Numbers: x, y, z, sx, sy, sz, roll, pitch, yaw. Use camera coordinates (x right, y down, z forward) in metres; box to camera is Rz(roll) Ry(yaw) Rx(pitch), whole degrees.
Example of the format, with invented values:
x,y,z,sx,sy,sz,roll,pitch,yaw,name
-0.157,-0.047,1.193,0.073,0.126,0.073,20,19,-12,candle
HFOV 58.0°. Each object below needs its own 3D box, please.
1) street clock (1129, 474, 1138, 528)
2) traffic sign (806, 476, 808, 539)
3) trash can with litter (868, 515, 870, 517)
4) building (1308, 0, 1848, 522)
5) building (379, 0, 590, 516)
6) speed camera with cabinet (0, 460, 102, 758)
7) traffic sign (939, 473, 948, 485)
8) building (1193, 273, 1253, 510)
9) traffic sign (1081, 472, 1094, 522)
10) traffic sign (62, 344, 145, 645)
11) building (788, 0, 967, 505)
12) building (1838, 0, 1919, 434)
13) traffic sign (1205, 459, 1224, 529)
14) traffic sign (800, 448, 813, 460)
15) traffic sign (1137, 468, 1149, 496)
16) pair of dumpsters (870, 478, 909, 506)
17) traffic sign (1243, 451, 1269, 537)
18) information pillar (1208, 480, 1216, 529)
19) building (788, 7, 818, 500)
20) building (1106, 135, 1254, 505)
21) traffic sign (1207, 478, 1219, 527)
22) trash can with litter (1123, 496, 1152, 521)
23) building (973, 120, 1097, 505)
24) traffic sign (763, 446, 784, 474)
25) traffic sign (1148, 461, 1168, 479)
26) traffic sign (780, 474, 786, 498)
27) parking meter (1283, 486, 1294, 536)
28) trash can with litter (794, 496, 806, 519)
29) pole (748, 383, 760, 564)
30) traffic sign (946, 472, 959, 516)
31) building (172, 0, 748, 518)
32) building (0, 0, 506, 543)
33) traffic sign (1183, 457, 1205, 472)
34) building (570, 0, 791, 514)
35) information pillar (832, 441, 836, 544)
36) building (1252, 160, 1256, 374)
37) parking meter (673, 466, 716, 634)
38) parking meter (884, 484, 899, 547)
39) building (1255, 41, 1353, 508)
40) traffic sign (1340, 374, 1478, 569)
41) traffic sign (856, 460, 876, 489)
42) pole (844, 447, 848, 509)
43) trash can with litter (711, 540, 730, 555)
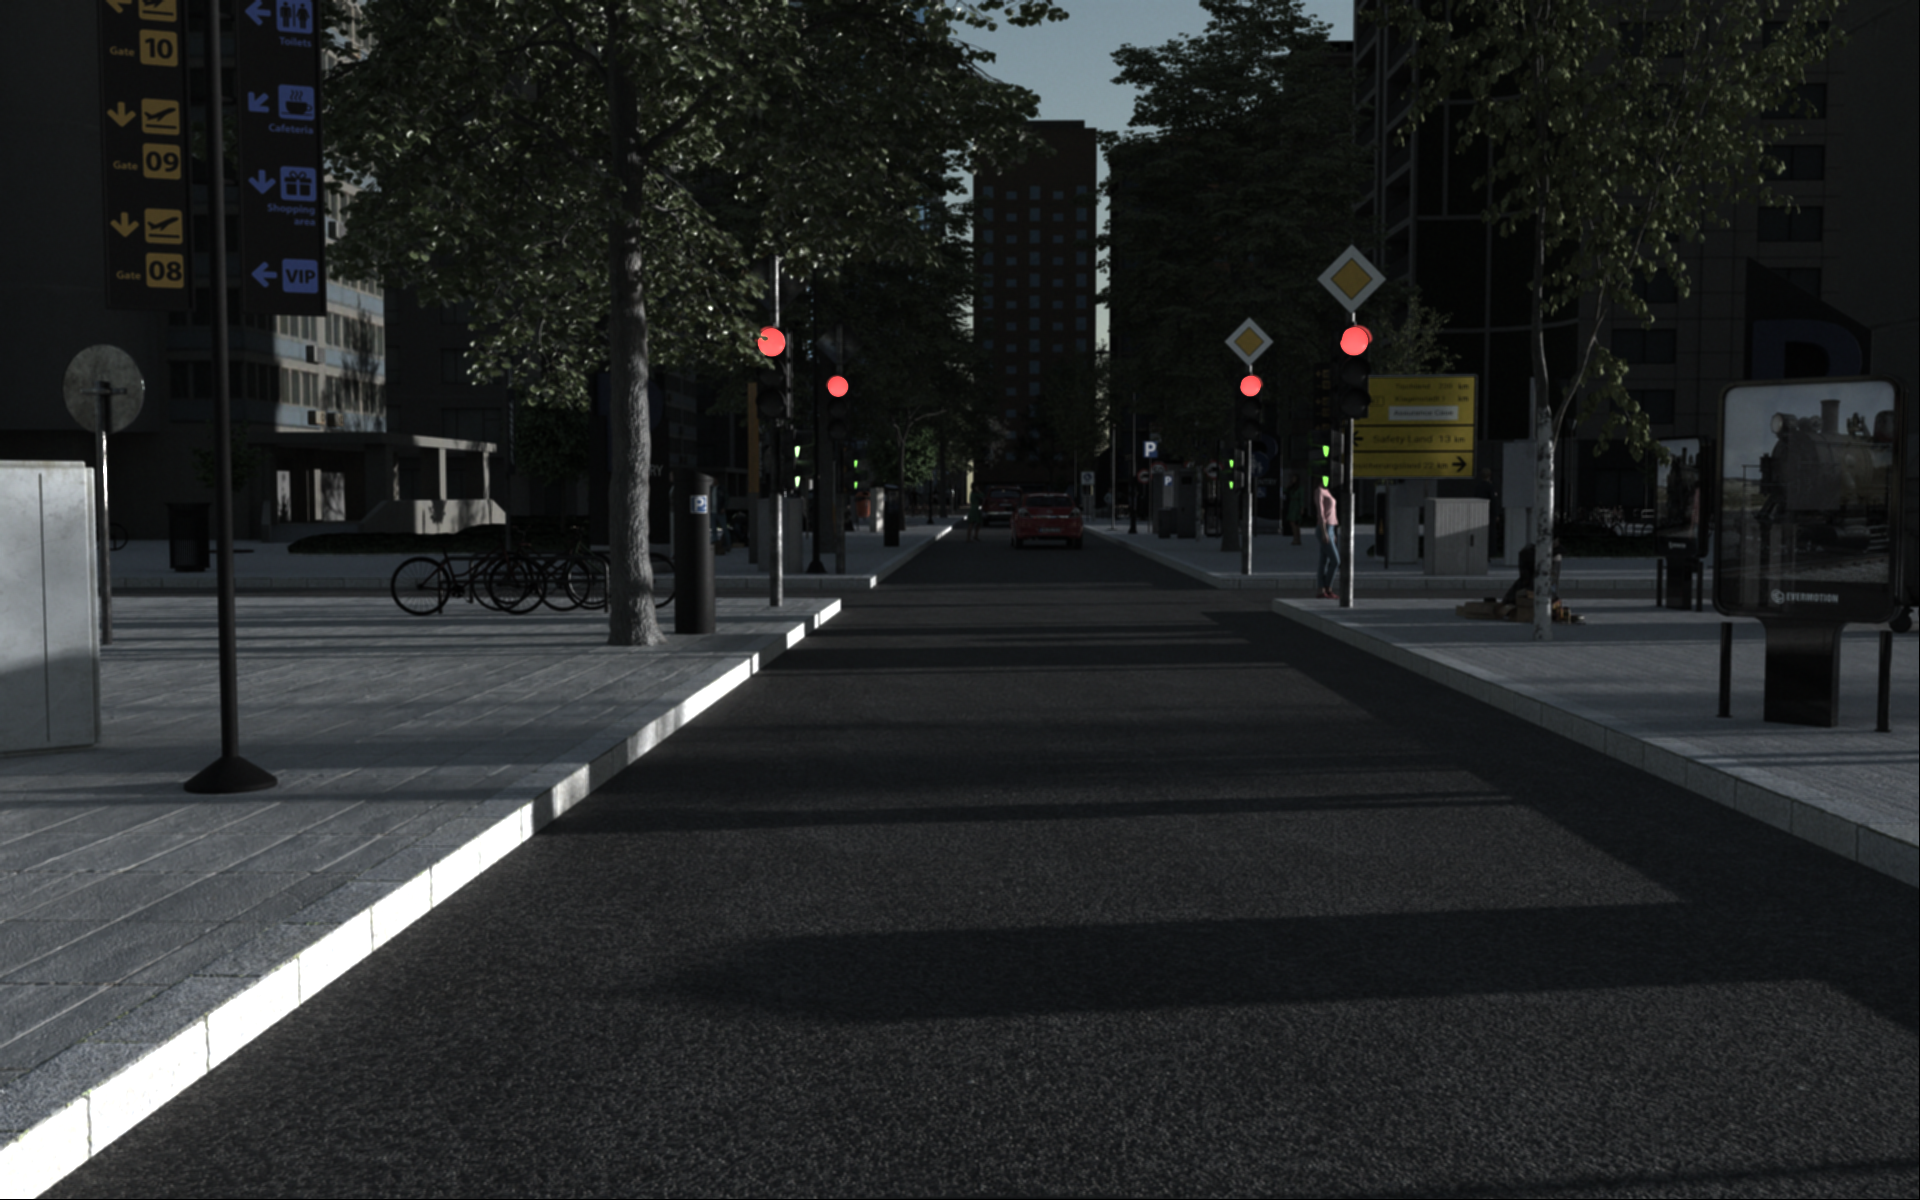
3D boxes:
x,y,z,sx,sy,sz,roll,pitch,yaw,name
6.117,-3.459,61.124,0.358,2.002,0.471,0,4,-3,street clock
-4.367,-3.024,49.443,0.884,2.594,0.081,0,4,6,traffic sign
-4.716,-5.351,98.547,2.233,1.210,1.678,0,4,-2,trash can with litter
29.860,-39.639,86.356,20.563,71.187,20.611,0,4,1,building
-22.447,-24.226,79.692,14.154,41.232,14.086,0,4,1,building
-5.254,-0.844,8.143,2.038,3.252,0.660,-3,5,-40,speed camera with cabinet
-0.908,-6.310,103.267,0.768,2.556,0.104,0,4,2,traffic sign
35.529,-18.650,149.965,27.650,21.520,28.899,0,4,1,building
5.827,-4.707,79.089,0.606,2.300,0.079,1,4,9,traffic sign
-7.276,-0.893,14.702,0.768,2.556,0.104,1,4,9,traffic sign
-14.719,-54.876,209.896,31.000,86.520,22.319,0,4,1,building
36.787,-25.853,46.403,21.600,48.544,21.300,0,4,1,building
9.322,-3.888,63.668,0.768,2.556,0.104,0,4,5,traffic sign
-3.949,-2.862,46.902,0.768,2.556,0.104,0,4,2,traffic sign
9.186,-5.270,86.272,0.768,2.556,0.104,0,4,7,traffic sign
-3.125,-4.514,76.301,1.574,2.255,4.437,0,4,1,pair of dumpsters
8.844,-3.161,51.793,0.768,2.556,0.104,0,4,8,traffic sign
9.352,-3.641,64.018,0.304,2.012,0.304,0,4,-7,information pillar
-20.590,-31.089,158.409,14.200,45.320,14.600,0,4,1,building
30.837,-33.974,210.100,28.867,44.769,22.147,0,4,1,building
9.946,-4.083,66.762,0.884,2.594,0.081,1,4,9,traffic sign
8.633,-4.346,82.111,1.678,1.210,2.233,0,3,0,trash can with litter
8.784,-34.086,207.415,14.200,45.320,14.600,0,4,1,building
-4.555,-2.654,43.499,0.768,2.556,0.104,0,4,3,traffic sign
7.730,-4.129,67.617,0.768,2.556,0.104,0,4,8,traffic sign
-5.393,-3.248,53.208,0.768,2.556,0.104,0,4,4,traffic sign
10.080,-2.732,53.074,0.372,1.533,0.369,0,3,0,parking meter
-5.496,-3.189,63.194,2.233,1.210,1.678,0,4,4,trash can with litter
-3.788,-2.323,31.819,0.158,3.312,0.155,0,3,0,pole
-0.422,-6.156,100.749,0.768,2.556,0.104,0,4,6,traffic sign
-30.951,-25.912,115.543,32.217,40.220,23.993,0,4,1,building
-32.060,-22.084,52.947,32.217,40.220,23.993,0,4,1,building
8.071,-3.647,59.729,0.768,2.556,0.104,0,4,8,traffic sign
-21.045,-27.566,134.294,14.154,41.232,14.086,0,4,1,building
-3.186,-3.150,42.862,0.183,3.616,0.504,1,4,13,information pillar
28.505,-21.815,128.384,14.160,30.474,14.107,0,4,1,building
-2.446,-0.462,15.958,0.372,1.533,0.369,0,3,0,parking meter
-1.678,-2.081,42.435,0.372,1.533,0.369,0,3,0,parking meter
27.896,-20.955,114.313,14.160,30.474,14.107,0,4,1,building
7.620,-2.180,29.515,2.265,3.308,0.079,0,4,8,traffic sign
-3.756,-5.183,78.623,2.265,3.308,0.079,0,4,4,traffic sign
-4.924,-4.935,74.532,0.158,3.312,0.155,0,3,0,pole
-5.414,-1.529,36.385,1.055,1.170,0.624,-2,4,-27,trash can with litter
